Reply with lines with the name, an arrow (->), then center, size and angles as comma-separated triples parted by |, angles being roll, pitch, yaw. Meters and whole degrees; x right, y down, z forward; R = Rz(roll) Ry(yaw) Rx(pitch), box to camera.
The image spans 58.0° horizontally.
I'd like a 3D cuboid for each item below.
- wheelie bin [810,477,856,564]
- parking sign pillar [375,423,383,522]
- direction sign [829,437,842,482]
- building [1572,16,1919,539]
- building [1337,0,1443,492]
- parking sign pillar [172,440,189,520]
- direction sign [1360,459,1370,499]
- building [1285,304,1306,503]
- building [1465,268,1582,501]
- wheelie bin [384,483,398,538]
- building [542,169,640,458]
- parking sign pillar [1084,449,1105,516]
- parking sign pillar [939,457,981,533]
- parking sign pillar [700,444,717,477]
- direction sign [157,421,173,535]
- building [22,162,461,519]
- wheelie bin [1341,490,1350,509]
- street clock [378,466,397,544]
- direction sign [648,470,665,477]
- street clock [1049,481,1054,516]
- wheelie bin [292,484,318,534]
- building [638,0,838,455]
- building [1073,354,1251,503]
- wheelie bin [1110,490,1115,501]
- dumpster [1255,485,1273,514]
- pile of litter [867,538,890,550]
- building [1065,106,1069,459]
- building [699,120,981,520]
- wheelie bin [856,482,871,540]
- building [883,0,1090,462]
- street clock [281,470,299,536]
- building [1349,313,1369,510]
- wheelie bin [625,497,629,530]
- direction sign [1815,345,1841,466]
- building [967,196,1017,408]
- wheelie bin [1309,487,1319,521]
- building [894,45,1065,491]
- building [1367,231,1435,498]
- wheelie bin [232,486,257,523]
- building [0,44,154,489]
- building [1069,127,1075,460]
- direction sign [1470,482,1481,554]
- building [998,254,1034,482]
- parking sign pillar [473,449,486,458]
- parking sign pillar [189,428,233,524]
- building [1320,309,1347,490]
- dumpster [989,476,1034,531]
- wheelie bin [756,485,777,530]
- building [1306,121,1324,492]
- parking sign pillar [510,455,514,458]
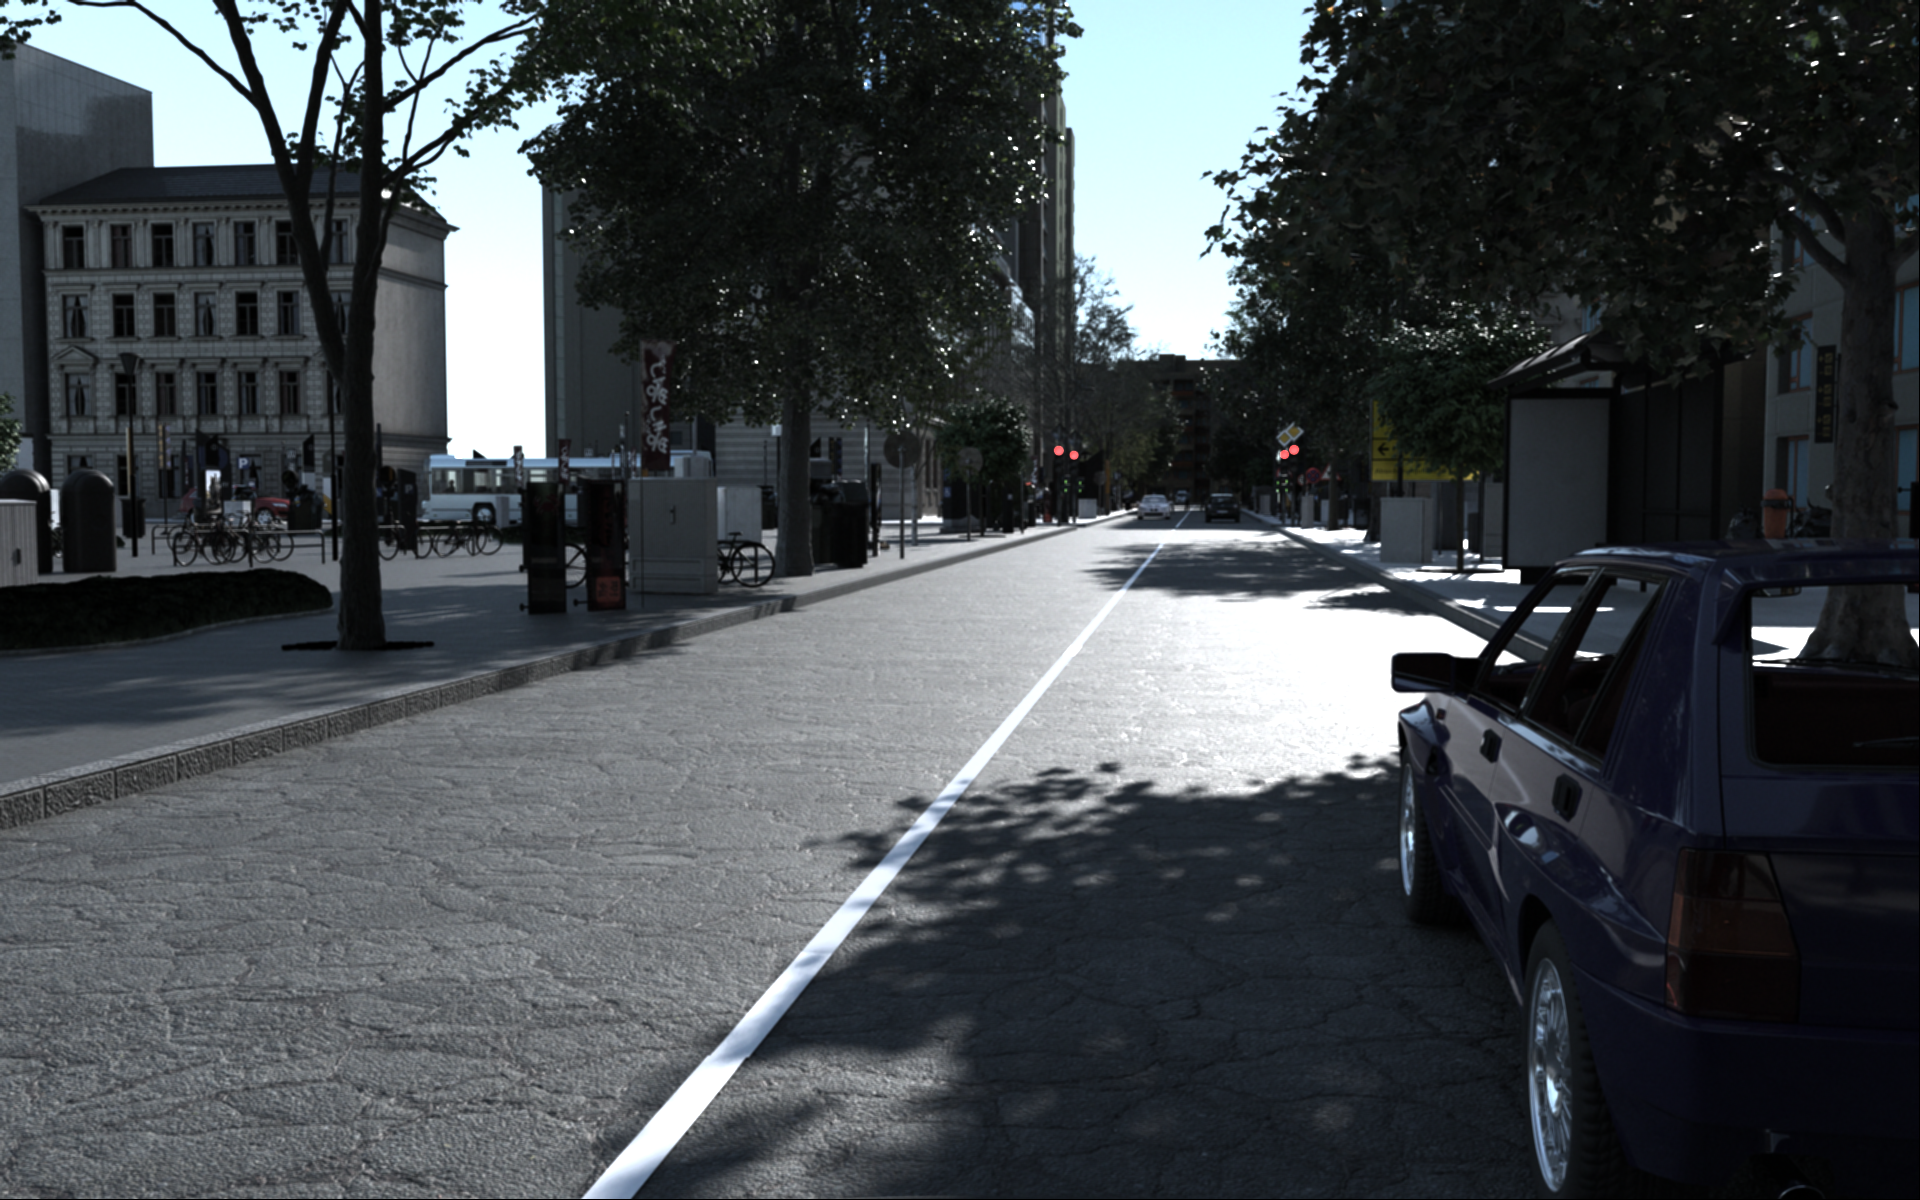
wheelie bin -> -2.558, -1.483, 32.149 | 0.693, 1.594, 0.980 | 2, 4, 35
parking sign pillar -> -22.034, -4.704, 65.390 | 1.447, 3.967, 1.447 | -1, 4, -19
direction sign -> -4.985, -4.730, 69.327 | 0.379, 3.537, 0.876 | 2, 4, 30
building -> 32.105, -12.002, 41.264 | 27.650, 21.520, 28.899 | 0, 4, 8
building -> 47.335, -33.190, 162.259 | 23.786, 49.044, 30.456 | 0, 4, 8
parking sign pillar -> -38.551, -5.986, 86.347 | 1.447, 3.967, 1.447 | -2, 4, -30
direction sign -> 25.929, -7.260, 110.696 | 0.876, 3.537, 0.379 | -1, 4, -20
building -> 59.788, -36.251, 247.326 | 28.867, 44.769, 22.147 | 0, 4, 8
building -> 35.278, -15.165, 84.108 | 21.152, 22.565, 11.583 | 0, 4, 8
wheelie bin -> -15.748, -2.481, 48.473 | 0.693, 1.594, 0.980 | -2, 4, -31
building -> -43.651, -32.783, 219.595 | 14.086, 41.232, 14.154 | 0, 4, 8
parking sign pillar -> 7.961, -7.050, 103.743 | 1.447, 3.967, 1.447 | 1, 4, 17
parking sign pillar -> 0.043, -4.196, 57.070 | 1.447, 3.967, 1.447 | -3, 5, -44
parking sign pillar -> -13.272, -6.387, 92.902 | 1.447, 3.967, 1.447 | -2, 4, -28
direction sign -> -24.918, -3.809, 54.273 | 0.379, 3.537, 0.876 | 0, 4, -1
building -> -38.456, -14.048, 94.305 | 19.286, 19.102, 10.561 | 0, 4, 8
wheelie bin -> 32.125, -8.361, 144.614 | 0.693, 1.594, 0.980 | -3, 4, -38
street clock -> -14.778, -2.461, 44.811 | 0.471, 2.002, 0.358 | 0, 4, 2
direction sign -> -10.443, -4.125, 59.438 | 0.876, 3.537, 0.379 | 2, 4, 34
street clock -> 5.313, -5.815, 99.647 | 0.358, 2.002, 0.471 | 2, 4, 35
wheelie bin -> -20.895, -2.897, 55.278 | 0.693, 1.594, 0.980 | 0, 4, -6
building -> -26.469, -47.380, 212.907 | 20.611, 71.187, 20.563 | 0, 4, 8
building -> 31.322, -25.070, 254.926 | 28.899, 21.520, 27.650 | 0, 4, 8
wheelie bin -> 11.401, -7.626, 132.595 | 0.693, 1.594, 0.980 | 3, 5, 39
dumpster -> 19.679, -6.478, 111.678 | 1.264, 1.857, 1.865 | 0, 4, 8
pile of litter -> -2.273, -1.639, 40.765 | 1.176, 0.858, 1.719 | -1, 4, -14
building -> 3.048, -30.001, 174.114 | 14.154, 41.232, 14.086 | 0, 4, 8
building -> -5.936, -15.861, 95.487 | 11.583, 22.565, 21.152 | 0, 4, 8
wheelie bin -> -2.788, -2.267, 44.981 | 0.980, 1.594, 0.693 | -1, 4, -20
building -> -0.469, -54.783, 208.369 | 31.000, 86.520, 22.319 | 0, 4, 8
street clock -> -20.464, -2.961, 52.983 | 0.471, 2.002, 0.358 | 1, 4, 9
building -> 37.938, -19.521, 137.195 | 12.078, 24.808, 19.932 | 0, 4, 8
wheelie bin -> -7.434, -2.003, 40.662 | 0.693, 1.594, 0.980 | 0, 4, 7
direction sign -> 13.283, -2.094, 26.241 | 0.379, 3.537, 0.876 | -1, 4, -17
building -> -4.042, -16.915, 118.358 | 13.314, 21.916, 24.055 | 0, 4, 8
wheelie bin -> 16.812, -4.539, 82.114 | 0.693, 1.594, 0.980 | -2, 4, -24
building -> 1.740, -29.138, 159.995 | 14.154, 41.232, 14.086 | 0, 4, 8
building -> 35.236, -20.267, 117.271 | 13.634, 28.700, 20.117 | 0, 4, 8
wheelie bin -> -28.385, -3.723, 68.783 | 0.693, 1.594, 0.980 | 2, 4, 34
building -> -57.989, -17.103, 97.650 | 19.932, 24.808, 12.078 | 0, 4, 8
building -> 4.940, -30.891, 188.658 | 14.154, 41.232, 14.086 | 0, 4, 8
direction sign -> 11.237, -2.776, 37.377 | 0.876, 3.537, 0.379 | 0, 4, 6
building -> -0.084, -17.353, 138.471 | 10.420, 20.320, 16.860 | 0, 4, 8
parking sign pillar -> -28.334, -7.024, 103.306 | 1.447, 3.967, 1.447 | -2, 4, -33
parking sign pillar -> -30.593, -5.051, 71.058 | 1.447, 3.967, 1.447 | -2, 4, -34
building -> 46.389, -32.740, 185.410 | 14.600, 45.320, 14.200 | 0, 4, 8
dumpster -> 1.785, -3.601, 61.363 | 1.502, 2.255, 1.985 | 0, 4, 8
wheelie bin -> -7.011, -3.345, 62.606 | 0.980, 1.594, 0.693 | -2, 4, -26
building -> 51.980, -35.407, 202.602 | 21.300, 48.544, 21.600 | 0, 4, 8
parking sign pillar -> -27.352, -7.153, 105.429 | 1.447, 3.967, 1.447 | 2, 4, 33
